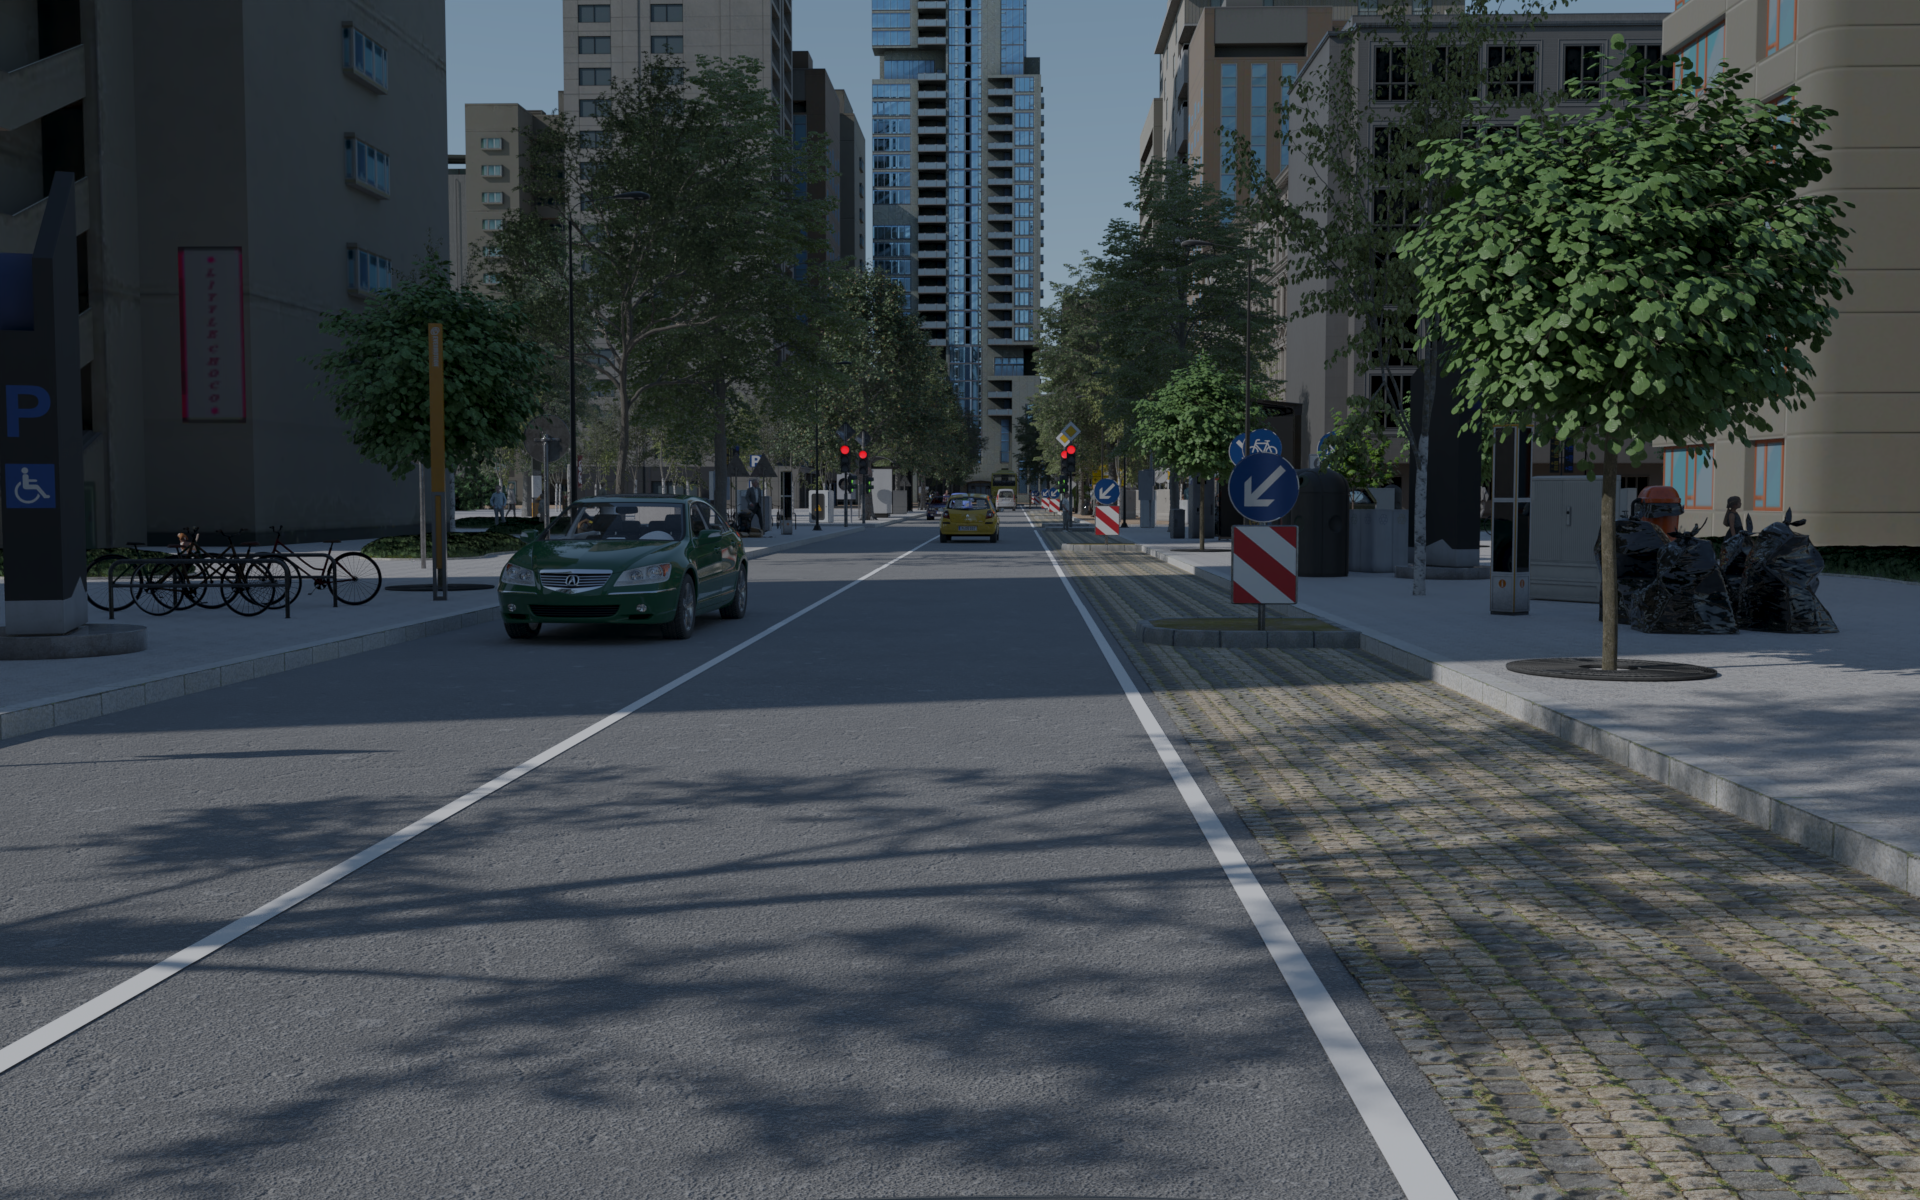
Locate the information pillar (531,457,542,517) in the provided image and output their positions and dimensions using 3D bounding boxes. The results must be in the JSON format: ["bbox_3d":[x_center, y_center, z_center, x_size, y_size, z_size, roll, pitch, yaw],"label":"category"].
[{"bbox_3d":[-19.134,-5.313,78.228,0.183,3.616,0.504,3,5,40],"label":"information pillar"}]

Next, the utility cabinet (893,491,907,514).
[{"bbox_3d":[-3.911,-6.107,108.533,1.173,1.500,0.318,-2,4,-33],"label":"utility cabinet"}]

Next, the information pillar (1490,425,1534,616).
[{"bbox_3d":[5.849,-0.849,18.373,0.304,2.012,0.304,-3,5,-39],"label":"information pillar"}]

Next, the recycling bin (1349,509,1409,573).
[{"bbox_3d":[6.897,-0.977,28.526,0.722,1.027,0.722,-1,4,-23],"label":"recycling bin"}]

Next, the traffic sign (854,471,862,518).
[{"bbox_3d":[-5.373,-5.626,92.085,0.768,2.556,0.104,1,4,9],"label":"traffic sign"}]

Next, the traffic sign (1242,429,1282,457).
[{"bbox_3d":[5.898,-2.066,33.892,0.768,2.556,0.104,0,4,7],"label":"traffic sign"}]

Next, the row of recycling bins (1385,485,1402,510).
[{"bbox_3d":[17.489,-4.188,75.583,3.534,1.692,1.069,0,4,7],"label":"row of recycling bins"}]

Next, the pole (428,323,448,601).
[{"bbox_3d":[-6.276,-1.650,20.823,0.158,3.312,0.155,0,3,0],"label":"pole"}]

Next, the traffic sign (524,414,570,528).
[{"bbox_3d":[-6.610,-1.688,27.698,0.768,2.556,0.104,0,4,3],"label":"traffic sign"}]

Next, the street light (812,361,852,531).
[{"bbox_3d":[-4.478,-5.393,60.713,1.470,5.913,1.316,0,4,2],"label":"street light"}]

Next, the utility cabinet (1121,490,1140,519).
[{"bbox_3d":[9.631,-5.350,96.153,1.173,1.500,0.318,2,4,33],"label":"utility cabinet"}]

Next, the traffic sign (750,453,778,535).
[{"bbox_3d":[-6.186,-3.339,54.592,0.884,2.594,0.081,0,4,3],"label":"traffic sign"}]

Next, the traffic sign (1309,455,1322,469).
[{"bbox_3d":[9.217,-2.580,44.318,0.606,2.300,0.079,0,4,5],"label":"traffic sign"}]

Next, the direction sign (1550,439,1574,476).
[{"bbox_3d":[22.157,-4.394,63.831,0.876,3.537,0.379,0,4,-3],"label":"direction sign"}]

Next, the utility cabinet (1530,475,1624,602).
[{"bbox_3d":[7.260,-0.733,20.661,0.318,1.500,1.173,-2,4,-33],"label":"utility cabinet"}]

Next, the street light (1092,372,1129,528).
[{"bbox_3d":[5.720,-5.704,65.802,1.470,5.913,1.316,0,4,2],"label":"street light"}]

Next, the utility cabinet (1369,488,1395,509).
[{"bbox_3d":[15.601,-3.422,64.629,1.173,1.500,0.318,-1,4,-15],"label":"utility cabinet"}]

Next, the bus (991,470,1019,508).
[{"bbox_3d":[4.541,-11.238,175.283,2.896,3.916,12.252,0,4,2],"label":"bus"}]

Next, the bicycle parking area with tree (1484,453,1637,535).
[{"bbox_3d":[21.175,-4.006,52.495,9.016,4.147,8.231,-2,4,-25],"label":"bicycle parking area with tree"}]

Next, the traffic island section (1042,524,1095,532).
[{"bbox_3d":[4.293,-2.729,66.905,2.009,0.180,2.903,0,4,2],"label":"traffic island section"}]

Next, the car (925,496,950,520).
[{"bbox_3d":[-0.898,-5.059,95.296,1.945,1.354,3.894,0,4,3],"label":"car"}]

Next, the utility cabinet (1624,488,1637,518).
[{"bbox_3d":[24.896,-3.421,64.607,0.318,1.500,1.173,3,4,36],"label":"utility cabinet"}]

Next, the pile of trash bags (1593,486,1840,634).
[{"bbox_3d":[7.347,-0.467,17.387,1.912,1.369,3.447,0,4,7],"label":"pile of trash bags"}]

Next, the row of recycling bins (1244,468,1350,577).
[{"bbox_3d":[5.510,-1.299,28.358,1.069,1.692,3.534,0,4,-6],"label":"row of recycling bins"}]

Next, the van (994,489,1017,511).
[{"bbox_3d":[3.876,-8.553,146.855,2.013,2.044,4.112,0,4,1],"label":"van"}]

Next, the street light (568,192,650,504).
[{"bbox_3d":[-5.456,-3.317,26.767,1.470,5.913,1.316,0,4,2],"label":"street light"}]

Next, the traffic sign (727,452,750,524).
[{"bbox_3d":[-6.936,-3.283,53.677,0.884,2.594,0.081,0,4,4],"label":"traffic sign"}]

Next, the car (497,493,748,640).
[{"bbox_3d":[-3.485,-0.417,18.622,2.131,1.459,4.920,0,4,4],"label":"car"}]

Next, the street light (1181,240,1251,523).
[{"bbox_3d":[4.742,-3.625,31.804,1.470,5.913,1.316,0,4,2],"label":"street light"}]

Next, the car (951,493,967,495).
[{"bbox_3d":[-0.022,-6.766,120.215,1.945,1.707,3.694,0,4,2],"label":"car"}]

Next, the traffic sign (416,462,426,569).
[{"bbox_3d":[-9.229,-1.811,29.720,0.768,2.556,0.104,1,4,9],"label":"traffic sign"}]

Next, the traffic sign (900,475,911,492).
[{"bbox_3d":[-3.692,-7.053,115.320,0.884,2.594,0.081,0,4,7],"label":"traffic sign"}]

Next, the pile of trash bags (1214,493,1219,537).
[{"bbox_3d":[8.271,-2.678,53.533,1.912,1.369,3.447,0,4,2],"label":"pile of trash bags"}]

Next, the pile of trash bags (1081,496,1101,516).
[{"bbox_3d":[8.148,-5.715,103.194,1.912,1.369,3.447,0,4,4],"label":"pile of trash bags"}]

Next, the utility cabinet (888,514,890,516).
[{"bbox_3d":[-4.524,-5.419,99.759,1.020,1.237,0.306,-1,4,-23],"label":"utility cabinet"}]

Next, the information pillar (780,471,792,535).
[{"bbox_3d":[-5.478,-3.068,54.661,0.304,2.012,0.304,-1,4,-23],"label":"information pillar"}]

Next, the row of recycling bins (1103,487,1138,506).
[{"bbox_3d":[9.217,-5.658,99.625,1.069,1.692,3.534,3,4,36],"label":"row of recycling bins"}]

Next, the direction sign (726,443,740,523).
[{"bbox_3d":[-10.252,-5.231,77.525,0.876,3.537,0.379,-3,4,-37],"label":"direction sign"}]

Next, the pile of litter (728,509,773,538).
[{"bbox_3d":[-6.299,-2.267,51.033,1.719,0.858,1.176,0,4,5],"label":"pile of litter"}]

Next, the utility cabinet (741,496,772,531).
[{"bbox_3d":[-7.075,-3.003,60.268,1.020,1.237,0.306,1,4,13],"label":"utility cabinet"}]

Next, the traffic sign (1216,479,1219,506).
[{"bbox_3d":[9.702,-3.986,65.269,0.768,2.556,0.104,0,4,4],"label":"traffic sign"}]

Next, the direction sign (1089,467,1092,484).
[{"bbox_3d":[10.894,-9.061,140.151,0.876,3.537,0.379,-1,4,-11],"label":"direction sign"}]

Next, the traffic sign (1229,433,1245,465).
[{"bbox_3d":[5.976,-2.198,36.050,0.768,2.556,0.104,1,4,11],"label":"traffic sign"}]

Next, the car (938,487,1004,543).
[{"bbox_3d":[0.313,-2.570,52.247,2.015,1.641,3.980,0,4,3],"label":"car"}]

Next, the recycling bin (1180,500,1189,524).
[{"bbox_3d":[9.670,-3.765,74.108,0.722,1.027,0.722,3,5,43],"label":"recycling bin"}]

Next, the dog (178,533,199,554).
[{"bbox_3d":[-15.203,-1.059,34.145,0.540,0.507,0.406,0,4,-3],"label":"dog"}]

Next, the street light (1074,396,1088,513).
[{"bbox_3d":[6.196,-6.692,81.950,1.470,5.913,1.316,0,4,2],"label":"street light"}]

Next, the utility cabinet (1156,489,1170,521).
[{"bbox_3d":[9.737,-4.475,81.842,0.318,1.500,1.173,-3,5,-39],"label":"utility cabinet"}]

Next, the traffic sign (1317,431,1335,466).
[{"bbox_3d":[7.589,-2.133,34.989,0.768,2.556,0.104,1,4,10],"label":"traffic sign"}]
